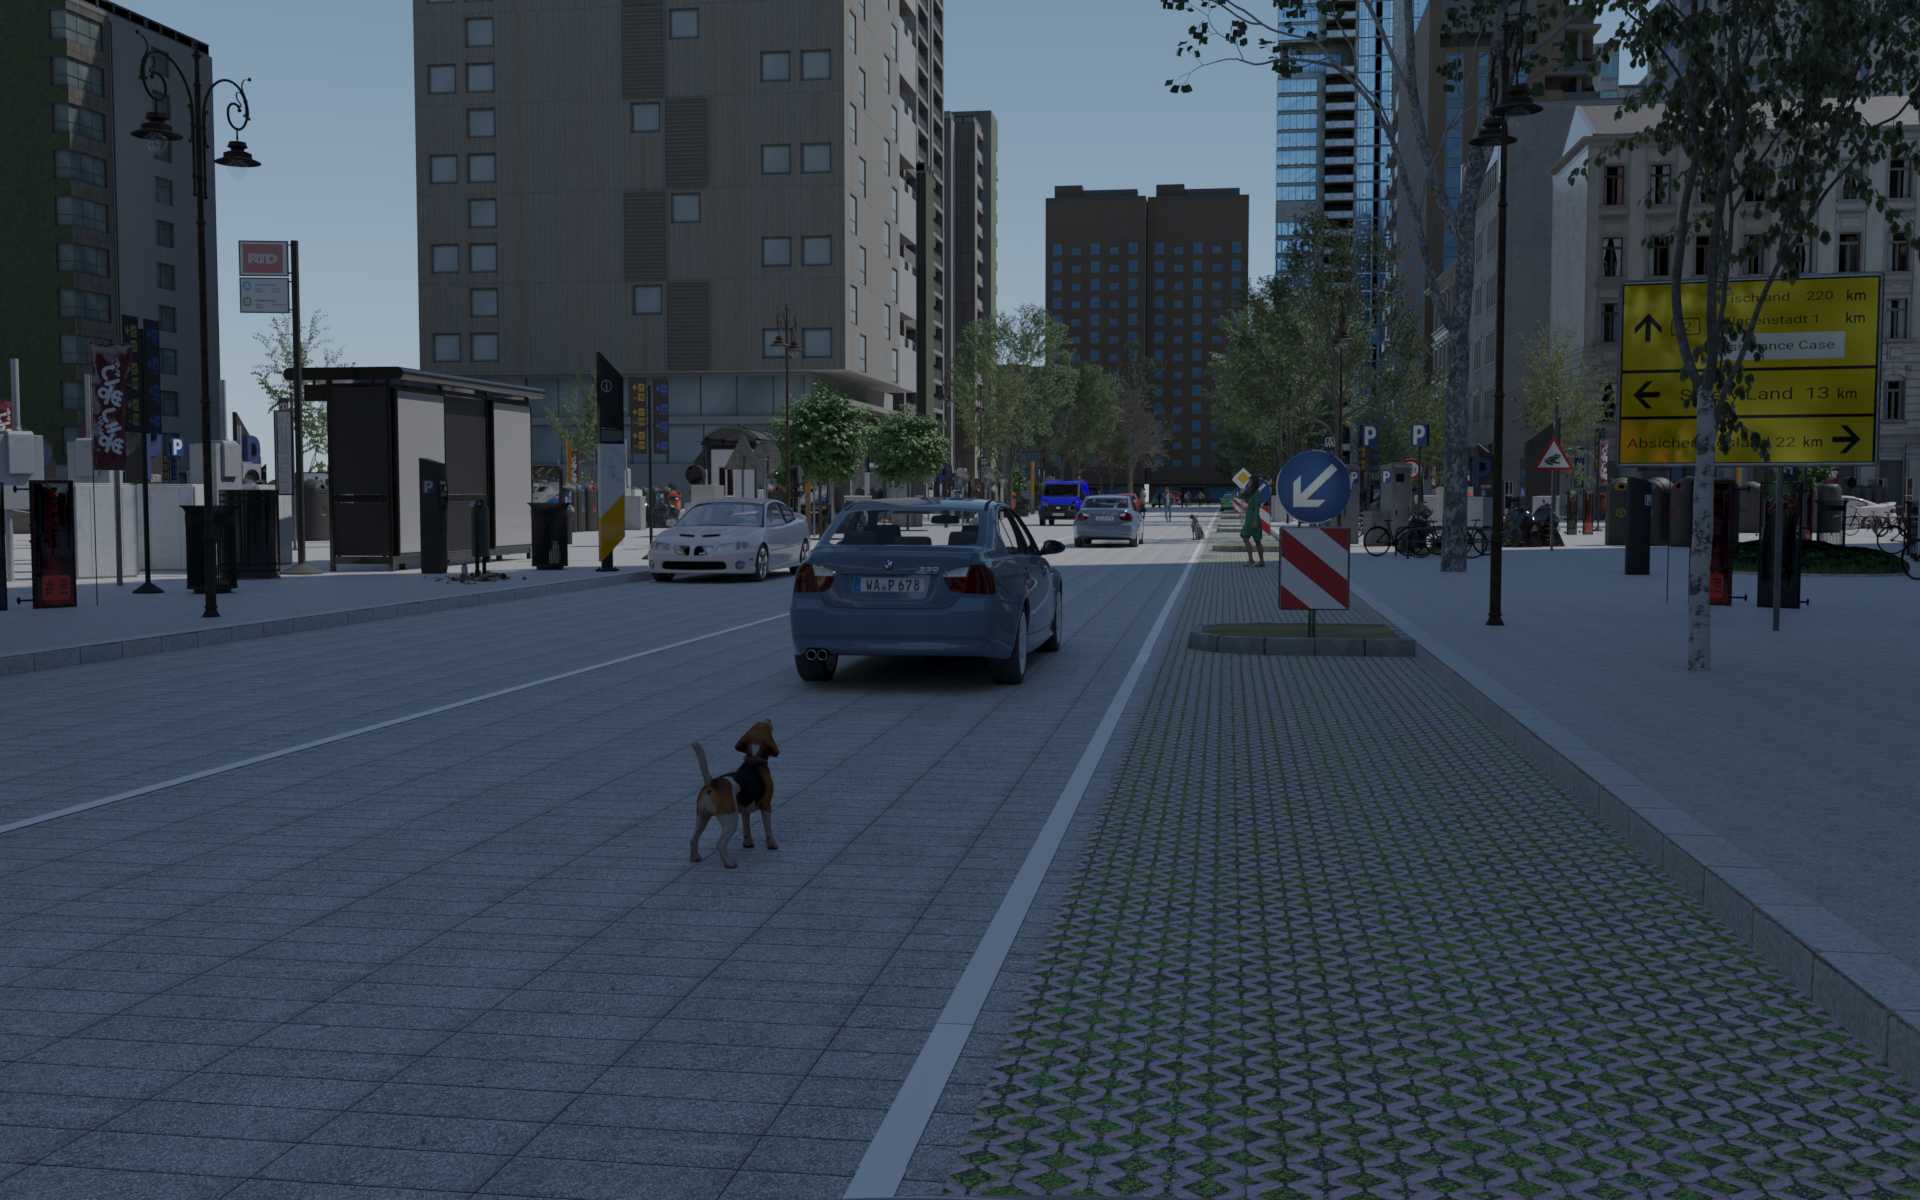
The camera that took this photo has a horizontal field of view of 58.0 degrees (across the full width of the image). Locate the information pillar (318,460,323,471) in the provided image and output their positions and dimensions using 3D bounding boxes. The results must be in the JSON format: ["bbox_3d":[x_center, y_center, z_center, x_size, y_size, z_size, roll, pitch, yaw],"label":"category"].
[{"bbox_3d":[-44.461,-7.897,120.467,0.504,3.616,0.183,2,4,32],"label":"information pillar"}]

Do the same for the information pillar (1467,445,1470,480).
[{"bbox_3d":[22.595,-5.257,77.298,0.183,3.616,0.504,3,4,36],"label":"information pillar"}]

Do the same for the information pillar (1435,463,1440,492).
[{"bbox_3d":[36.217,-8.557,131.265,0.183,3.616,0.504,-1,4,-19],"label":"information pillar"}]

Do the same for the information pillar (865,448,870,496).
[{"bbox_3d":[-3.591,-4.620,66.886,0.183,3.616,0.504,-1,4,-16],"label":"information pillar"}]

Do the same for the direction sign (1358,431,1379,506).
[{"bbox_3d":[14.638,-4.291,62.163,0.876,3.537,0.379,-2,4,-23],"label":"direction sign"}]

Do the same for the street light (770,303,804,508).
[{"bbox_3d":[-4.190,-4.238,42.072,0.468,5.910,1.993,1,4,9],"label":"street light"}]

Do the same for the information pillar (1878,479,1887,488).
[{"bbox_3d":[43.690,-4.745,82.073,0.304,2.012,0.304,-2,4,-29],"label":"information pillar"}]

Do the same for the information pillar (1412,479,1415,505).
[{"bbox_3d":[33.026,-8.273,126.618,0.504,3.616,0.183,3,4,36],"label":"information pillar"}]

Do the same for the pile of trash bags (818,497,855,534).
[{"bbox_3d":[-4.227,-2.837,56.133,1.912,1.369,3.447,1,4,16],"label":"pile of trash bags"}]

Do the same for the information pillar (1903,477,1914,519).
[{"bbox_3d":[41.735,-4.388,76.233,0.304,2.012,0.304,1,4,10],"label":"information pillar"}]

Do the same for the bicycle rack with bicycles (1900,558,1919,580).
[{"bbox_3d":[15.470,-0.698,24.793,2.852,0.926,2.925,-1,4,-9],"label":"bicycle rack with bicycles"}]

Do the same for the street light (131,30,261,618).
[{"bbox_3d":[-7.814,-2.759,17.897,0.468,5.910,1.993,1,4,9],"label":"street light"}]

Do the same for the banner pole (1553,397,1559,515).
[{"bbox_3d":[15.505,-3.374,45.182,0.401,3.779,0.863,1,4,12],"label":"banner pole"}]

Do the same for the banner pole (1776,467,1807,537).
[{"bbox_3d":[20.519,-3.213,42.555,0.863,3.779,0.401,2,4,35],"label":"banner pole"}]

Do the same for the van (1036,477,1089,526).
[{"bbox_3d":[4.825,-4.611,79.774,2.240,2.365,5.245,1,4,10],"label":"van"}]

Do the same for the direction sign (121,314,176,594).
[{"bbox_3d":[-10.517,-1.855,22.333,0.379,3.537,0.876,0,4,2],"label":"direction sign"}]

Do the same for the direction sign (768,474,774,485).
[{"bbox_3d":[-9.538,-5.859,87.793,0.876,3.537,0.379,-2,4,-29],"label":"direction sign"}]

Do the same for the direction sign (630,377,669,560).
[{"bbox_3d":[-6.060,-2.563,33.902,0.379,3.537,0.876,3,5,45],"label":"direction sign"}]

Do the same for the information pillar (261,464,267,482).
[{"bbox_3d":[-52.756,-8.556,131.249,0.504,3.616,0.183,-2,4,-31],"label":"information pillar"}]

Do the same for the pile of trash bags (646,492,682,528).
[{"bbox_3d":[-11.463,-3.449,66.140,1.912,1.369,3.447,1,4,13],"label":"pile of trash bags"}]

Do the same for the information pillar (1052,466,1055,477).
[{"bbox_3d":[7.848,-9.439,145.678,0.183,3.616,0.504,1,4,18],"label":"information pillar"}]

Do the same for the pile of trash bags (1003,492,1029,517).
[{"bbox_3d":[2.947,-5.353,97.275,1.912,1.369,3.447,0,4,1],"label":"pile of trash bags"}]

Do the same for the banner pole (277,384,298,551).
[{"bbox_3d":[-15.358,-3.032,39.590,0.863,3.779,0.401,3,5,42],"label":"banner pole"}]

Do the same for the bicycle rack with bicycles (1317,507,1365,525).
[{"bbox_3d":[11.299,-2.176,48.955,2.925,0.926,2.852,0,4,-5],"label":"bicycle rack with bicycles"}]

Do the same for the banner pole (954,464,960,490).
[{"bbox_3d":[-0.258,-9.401,143.718,0.401,3.779,0.863,-3,5,-42],"label":"banner pole"}]

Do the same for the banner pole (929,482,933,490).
[{"bbox_3d":[-2.118,-8.613,130.832,0.863,3.779,0.401,2,4,25],"label":"banner pole"}]

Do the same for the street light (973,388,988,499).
[{"bbox_3d":[0.897,-6.268,75.269,0.468,5.910,1.993,1,4,9],"label":"street light"}]

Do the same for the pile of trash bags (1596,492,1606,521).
[{"bbox_3d":[31.710,-4.415,81.940,1.912,1.369,3.447,-3,5,-40],"label":"pile of trash bags"}]

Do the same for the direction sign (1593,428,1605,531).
[{"bbox_3d":[21.952,-4.128,59.492,0.379,3.537,0.876,0,4,0],"label":"direction sign"}]

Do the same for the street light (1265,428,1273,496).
[{"bbox_3d":[17.805,-7.701,98.694,0.468,5.910,1.993,1,4,9],"label":"street light"}]

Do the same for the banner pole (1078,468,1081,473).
[{"bbox_3d":[10.082,-9.559,146.302,0.401,3.779,0.863,-1,4,-18],"label":"banner pole"}]

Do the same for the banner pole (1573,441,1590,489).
[{"bbox_3d":[29.395,-5.613,81.789,0.863,3.779,0.401,3,4,36],"label":"banner pole"}]

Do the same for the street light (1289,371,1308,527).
[{"bbox_3d":[12.726,-5.627,64.782,0.468,5.910,1.993,1,4,9],"label":"street light"}]

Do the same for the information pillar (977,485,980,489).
[{"bbox_3d":[1.579,-8.270,139.702,0.304,2.012,0.304,-3,5,-43],"label":"information pillar"}]

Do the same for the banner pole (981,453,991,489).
[{"bbox_3d":[1.583,-6.845,101.934,0.863,3.779,0.401,-1,4,-19],"label":"banner pole"}]

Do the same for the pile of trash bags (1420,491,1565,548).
[{"bbox_3d":[13.435,-2.048,43.235,1.912,1.369,3.447,-1,4,-23],"label":"pile of trash bags"}]

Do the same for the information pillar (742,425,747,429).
[{"bbox_3d":[-7.098,-4.093,58.278,0.504,3.616,0.183,0,4,0],"label":"information pillar"}]

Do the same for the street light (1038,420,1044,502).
[{"bbox_3d":[4.643,-7.725,99.085,0.468,5.910,1.993,1,4,9],"label":"street light"}]

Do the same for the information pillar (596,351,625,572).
[{"bbox_3d":[-5.785,-2.281,28.646,0.183,3.616,0.504,3,5,45],"label":"information pillar"}]

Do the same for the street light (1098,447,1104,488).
[{"bbox_3d":[11.944,-10.677,147.348,0.468,5.910,1.993,1,4,9],"label":"street light"}]

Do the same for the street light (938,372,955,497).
[{"bbox_3d":[-0.526,-5.695,65.900,0.468,5.910,1.993,1,4,9],"label":"street light"}]

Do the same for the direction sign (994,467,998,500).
[{"bbox_3d":[2.970,-9.261,143.411,0.379,3.537,0.876,-1,4,-15],"label":"direction sign"}]

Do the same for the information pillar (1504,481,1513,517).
[{"bbox_3d":[30.910,-5.696,97.622,0.304,2.012,0.304,-3,4,-36],"label":"information pillar"}]

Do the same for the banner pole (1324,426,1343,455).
[{"bbox_3d":[13.703,-4.491,63.444,0.863,3.779,0.401,2,4,27],"label":"banner pole"}]

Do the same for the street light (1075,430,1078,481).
[{"bbox_3d":[8.284,-9.206,123.298,0.468,5.910,1.993,1,4,9],"label":"street light"}]

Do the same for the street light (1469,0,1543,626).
[{"bbox_3d":[5.236,-2.690,16.775,0.468,5.910,1.993,1,4,9],"label":"street light"}]

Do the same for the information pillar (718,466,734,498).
[{"bbox_3d":[-6.162,-2.521,45.711,0.304,2.012,0.304,3,4,39],"label":"information pillar"}]

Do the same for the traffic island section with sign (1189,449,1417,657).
[{"bbox_3d":[3.156,-0.462,16.182,1.989,1.847,2.006,1,4,9],"label":"traffic island section with sign"}]

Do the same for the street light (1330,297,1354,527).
[{"bbox_3d":[8.939,-4.153,40.689,0.468,5.910,1.993,1,4,9],"label":"street light"}]

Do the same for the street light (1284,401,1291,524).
[{"bbox_3d":[14.198,-6.243,74.857,0.468,5.910,1.993,1,4,9],"label":"street light"}]

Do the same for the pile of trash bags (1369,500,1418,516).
[{"bbox_3d":[14.566,-2.927,57.604,1.912,1.369,3.447,0,4,2],"label":"pile of trash bags"}]
